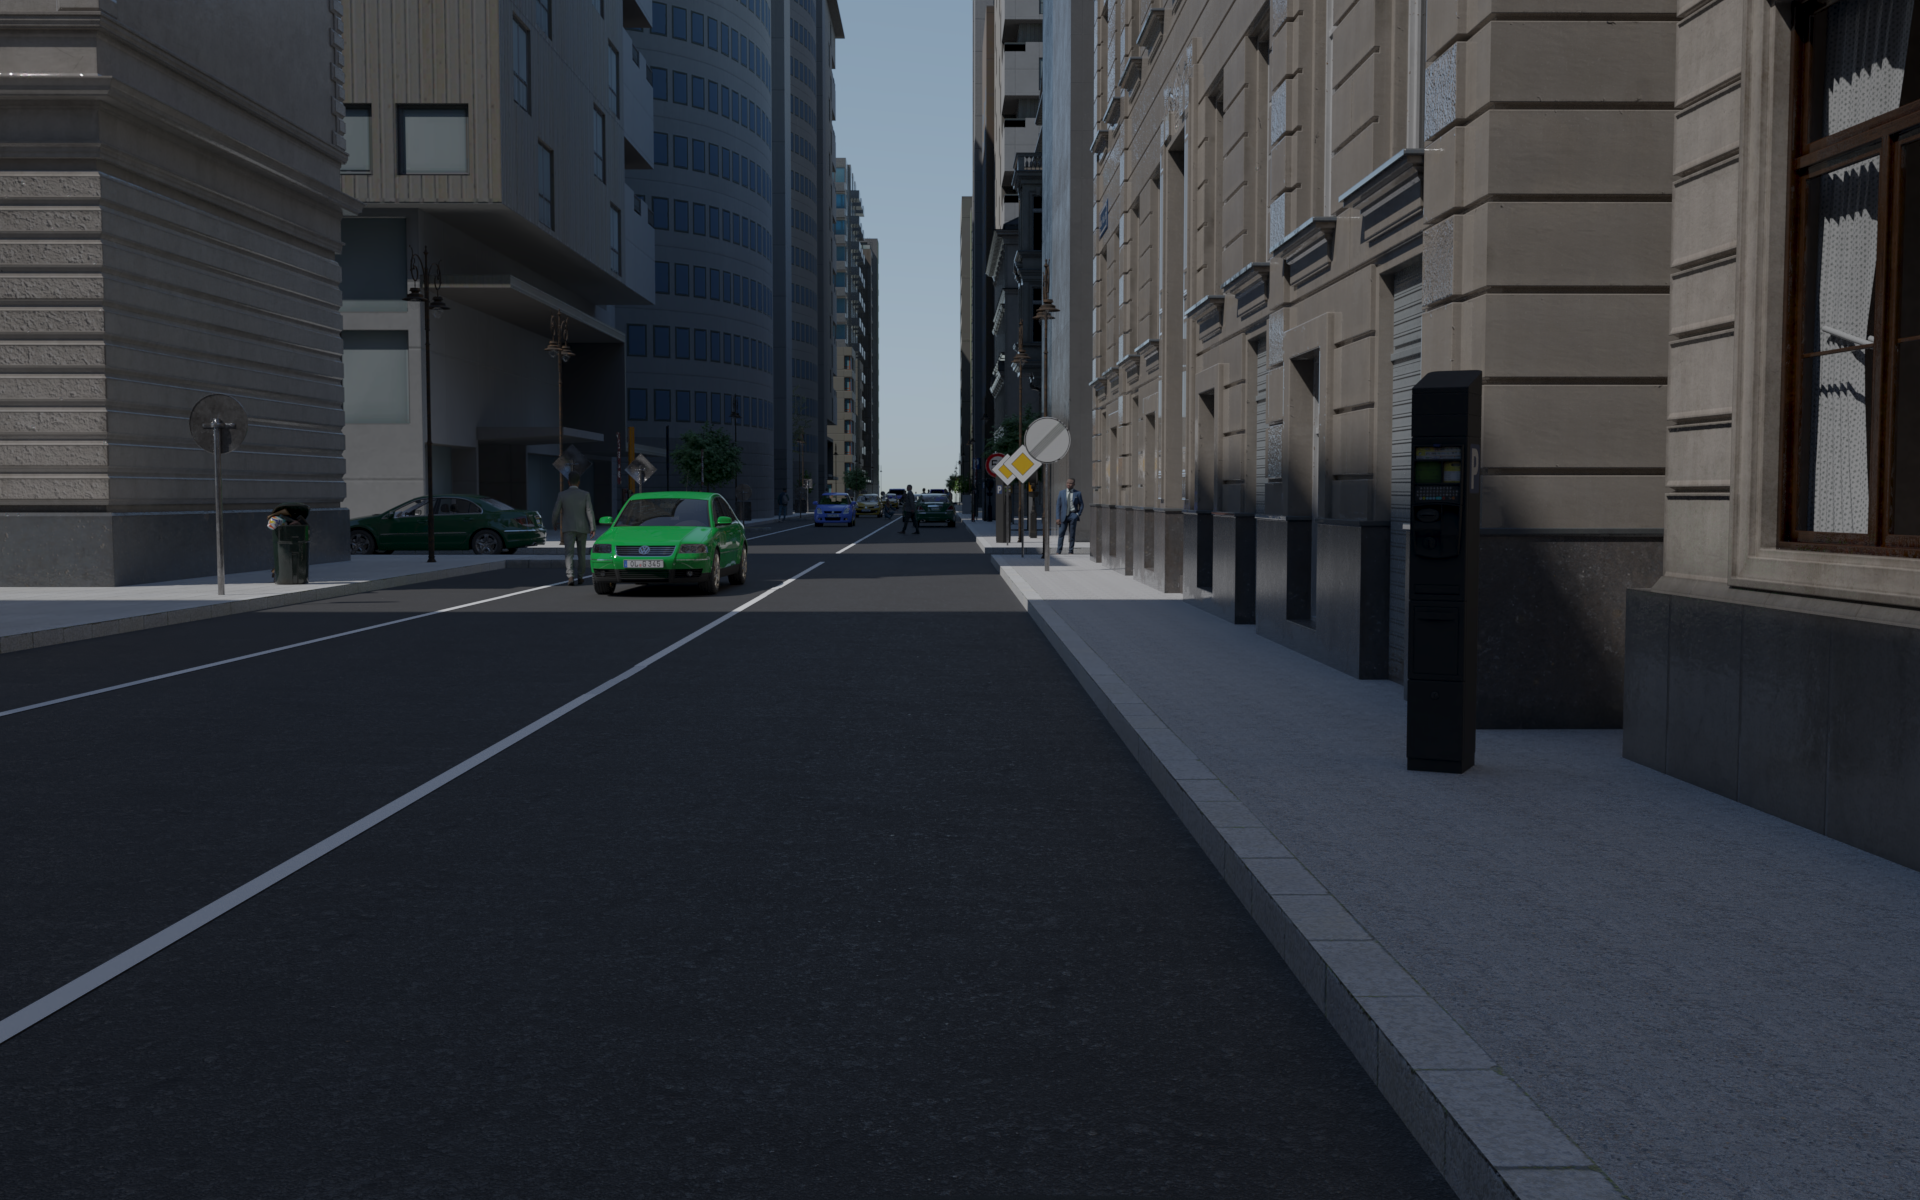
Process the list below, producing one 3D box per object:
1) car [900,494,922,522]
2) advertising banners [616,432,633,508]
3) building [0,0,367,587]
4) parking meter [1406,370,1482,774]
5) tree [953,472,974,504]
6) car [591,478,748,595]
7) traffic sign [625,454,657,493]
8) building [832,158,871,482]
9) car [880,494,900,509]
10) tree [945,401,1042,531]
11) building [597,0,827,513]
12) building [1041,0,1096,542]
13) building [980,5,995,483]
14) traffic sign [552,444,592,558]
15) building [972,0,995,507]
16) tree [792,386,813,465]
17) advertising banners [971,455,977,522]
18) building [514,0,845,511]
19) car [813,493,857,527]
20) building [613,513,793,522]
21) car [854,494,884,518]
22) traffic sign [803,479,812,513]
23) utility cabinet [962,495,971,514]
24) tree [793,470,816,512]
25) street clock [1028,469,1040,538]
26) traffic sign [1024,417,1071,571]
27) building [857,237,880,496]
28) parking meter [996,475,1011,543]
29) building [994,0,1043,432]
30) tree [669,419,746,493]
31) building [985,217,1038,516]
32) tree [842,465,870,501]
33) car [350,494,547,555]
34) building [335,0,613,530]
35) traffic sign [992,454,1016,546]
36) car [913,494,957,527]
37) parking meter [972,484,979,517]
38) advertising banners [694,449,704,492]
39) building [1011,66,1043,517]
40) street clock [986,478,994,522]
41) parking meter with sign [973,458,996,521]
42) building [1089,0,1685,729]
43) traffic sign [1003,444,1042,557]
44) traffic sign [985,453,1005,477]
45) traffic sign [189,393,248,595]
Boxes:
[{"bbox_3d":[-2.078,-4.834,90.831,2.131,1.459,4.920,0,4,0],"label":"car"},{"bbox_3d":[-9.605,-3.265,49.577,0.090,3.025,2.074,0,4,1],"label":"advertising banners"},{"bbox_3d":[-20.930,-12.166,27.799,19.941,23.489,11.050,0,4,-1],"label":"building"},{"bbox_3d":[2.253,-0.143,8.057,0.255,1.863,0.399,2,4,27],"label":"parking meter"},{"bbox_3d":[0.746,-8.900,140.120,1.663,3.219,1.824,0,3,0],"label":"tree"},{"bbox_3d":[-4.318,-1.060,26.121,1.959,1.807,4.718,0,4,1],"label":"car"},{"bbox_3d":[-7.914,-2.405,42.957,0.795,2.450,0.064,0,4,-1],"label":"traffic sign"},{"bbox_3d":[-25.008,-38.353,246.683,23.786,49.044,30.456,0,4,-1],"label":"building"},{"bbox_3d":[-6.673,-9.427,164.355,2.015,1.641,3.980,0,4,0],"label":"car"},{"bbox_3d":[2.351,-4.734,61.113,4.285,4.588,4.351,0,3,0],"label":"tree"},{"bbox_3d":[-22.694,-36.924,145.703,21.231,58.520,28.212,0,4,-1],"label":"building"},{"bbox_3d":[17.721,-14.166,50.683,30.058,24.678,14.314,0,4,-1],"label":"building"},{"bbox_3d":[9.091,-31.039,157.593,14.600,45.320,14.200,0,4,-1],"label":"building"},{"bbox_3d":[-7.827,-1.916,34.973,0.795,2.450,0.064,0,4,-1],"label":"traffic sign"},{"bbox_3d":[11.759,-38.923,178.387,21.231,58.520,28.212,0,4,-1],"label":"building"},{"bbox_3d":[-11.433,-9.845,111.328,4.360,8.622,3.978,0,3,0],"label":"tree"},{"bbox_3d":[0.632,-5.083,79.296,0.090,3.025,2.074,0,4,-5],"label":"advertising banners"},{"bbox_3d":[-26.469,-35.769,174.065,28.713,52.752,27.495,0,4,-1],"label":"building"},{"bbox_3d":[-5.542,-4.116,76.891,1.945,1.707,3.694,0,4,-1],"label":"car"},{"bbox_3d":[-20.677,-33.596,91.297,21.231,58.520,28.212,0,4,-1],"label":"building"},{"bbox_3d":[-5.634,-5.852,105.910,2.015,1.641,3.980,0,4,0],"label":"car"},{"bbox_3d":[-10.400,-7.107,118.321,0.606,2.300,0.079,1,4,8],"label":"traffic sign"},{"bbox_3d":[0.648,-6.170,112.038,1.020,1.237,0.306,0,4,1],"label":"utility cabinet"},{"bbox_3d":[-11.173,-8.090,126.878,1.663,3.219,1.824,0,3,0],"label":"tree"},{"bbox_3d":[2.136,-2.793,50.239,0.358,2.002,0.471,1,4,10],"label":"street clock"},{"bbox_3d":[1.448,-1.749,28.704,0.768,2.556,0.104,0,4,5],"label":"traffic sign"},{"bbox_3d":[-19.834,-35.817,269.209,14.154,41.232,14.086,0,4,-1],"label":"building"},{"bbox_3d":[1.143,-2.428,45.414,0.255,1.863,0.399,-2,4,-35],"label":"parking meter"},{"bbox_3d":[16.491,-33.458,136.273,28.713,52.752,27.495,0,4,-1],"label":"building"},{"bbox_3d":[-11.096,-5.652,76.118,4.285,4.588,4.351,0,3,0],"label":"tree"},{"bbox_3d":[7.072,-14.893,108.125,10.561,19.102,19.286,0,4,-1],"label":"building"},{"bbox_3d":[-11.721,-12.941,195.295,4.285,4.588,4.351,0,3,0],"label":"tree"},{"bbox_3d":[-11.878,-1.675,39.188,4.920,1.459,2.131,0,4,-2],"label":"car"},{"bbox_3d":[-25.163,-28.526,55.636,28.713,52.752,27.495,0,4,-1],"label":"building"},{"bbox_3d":[1.179,-2.409,43.036,0.795,2.450,0.064,0,4,-1],"label":"traffic sign"},{"bbox_3d":[-1.153,-3.940,76.209,2.131,1.459,4.920,0,4,-3],"label":"car"},{"bbox_3d":[0.869,-5.621,97.620,0.399,1.863,0.255,0,4,4],"label":"parking meter"},{"bbox_3d":[-10.079,-4.329,66.960,0.090,3.025,2.074,0,4,2],"label":"advertising banners"},{"bbox_3d":[9.708,-16.013,80.889,14.460,24.649,34.723,0,4,-1],"label":"building"},{"bbox_3d":[1.377,-4.611,79.966,0.358,2.002,0.471,-1,4,-20],"label":"street clock"},{"bbox_3d":[1.478,-5.391,84.400,1.738,3.016,0.543,-3,4,-36],"label":"parking meter with sign"},{"bbox_3d":[8.288,-13.669,20.755,12.463,27.353,25.104,0,4,-1],"label":"building"},{"bbox_3d":[1.267,-1.921,35.051,0.795,2.450,0.064,0,4,-1],"label":"traffic sign"},{"bbox_3d":[1.170,-3.268,53.542,0.768,2.556,0.104,0,4,1],"label":"traffic sign"},{"bbox_3d":[-9.386,-1.335,21.930,0.768,2.556,0.104,0,4,4],"label":"traffic sign"}]
